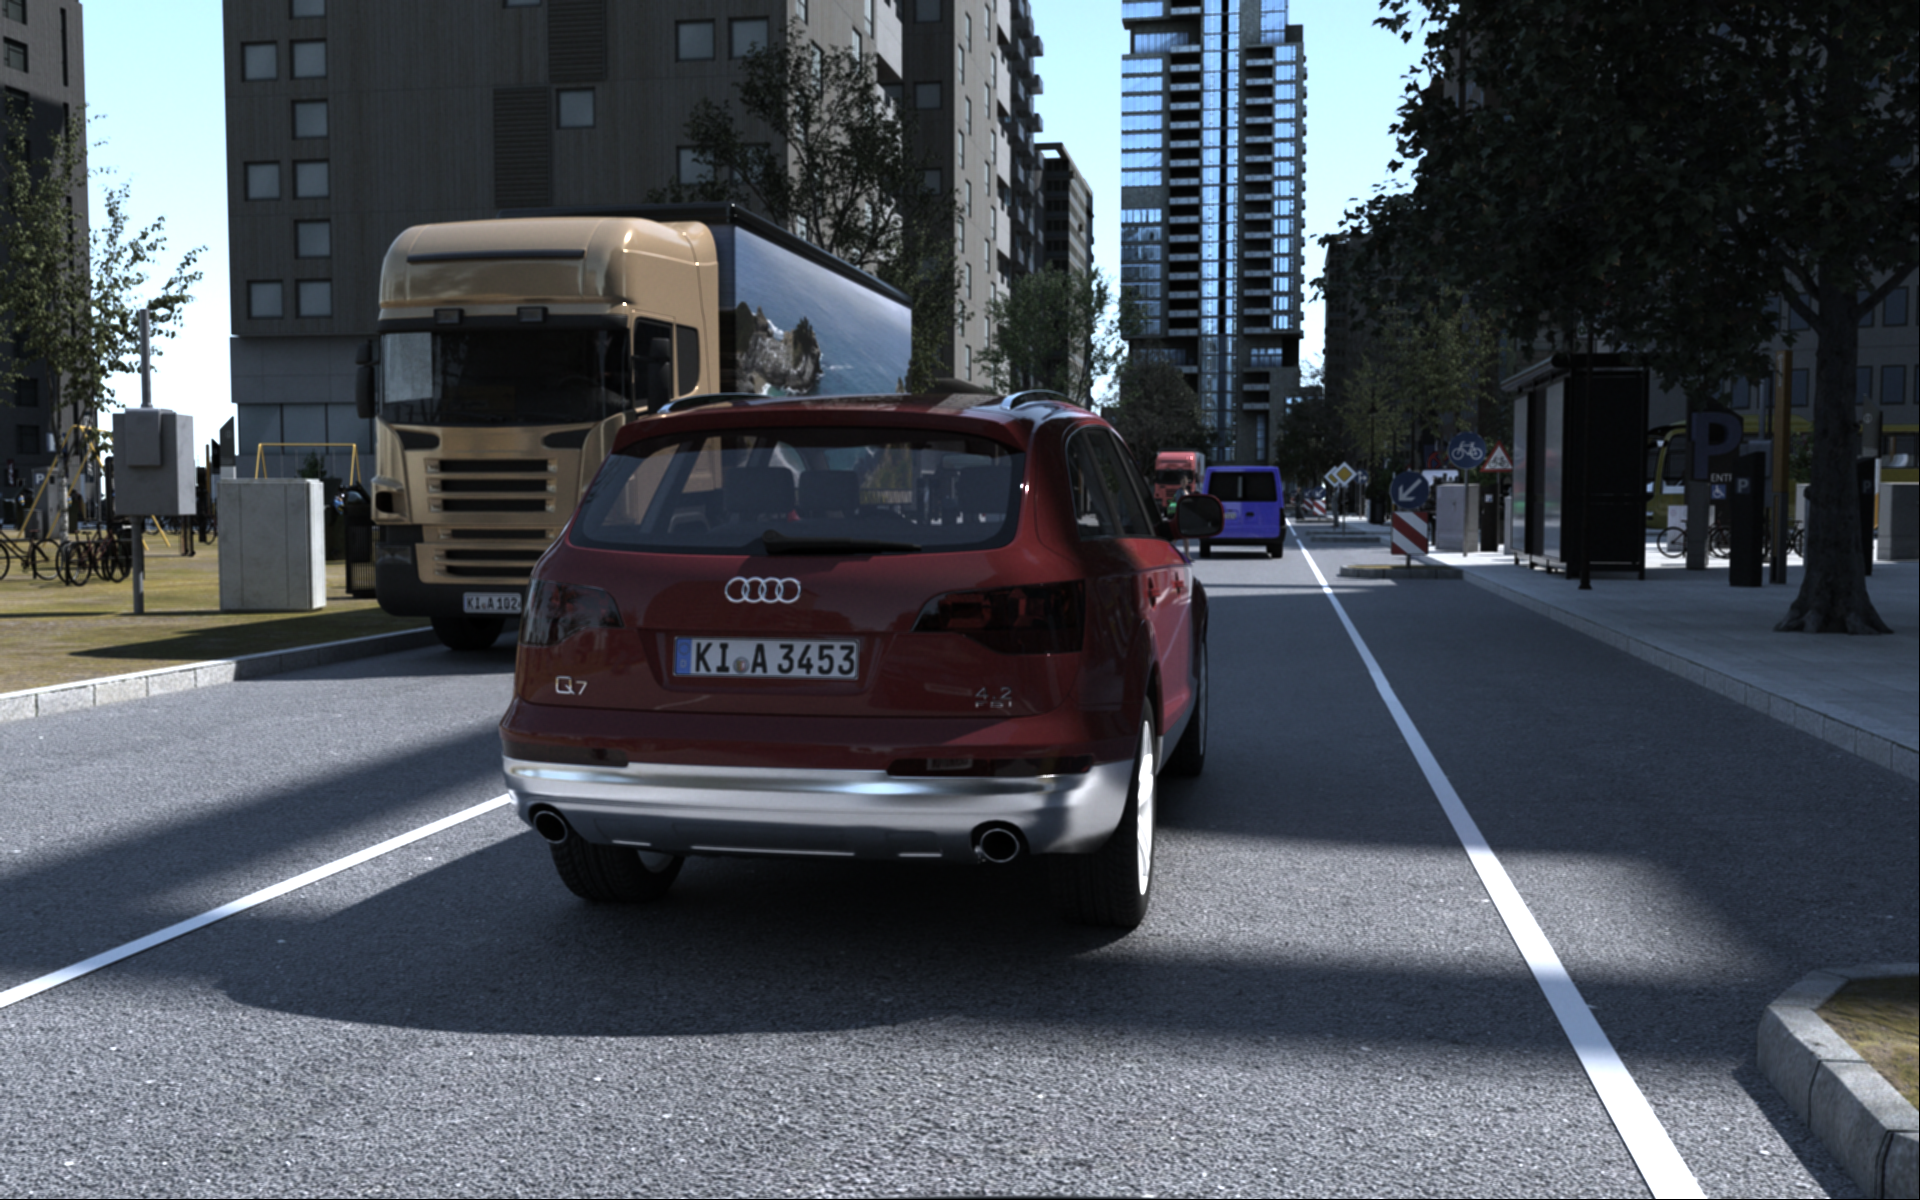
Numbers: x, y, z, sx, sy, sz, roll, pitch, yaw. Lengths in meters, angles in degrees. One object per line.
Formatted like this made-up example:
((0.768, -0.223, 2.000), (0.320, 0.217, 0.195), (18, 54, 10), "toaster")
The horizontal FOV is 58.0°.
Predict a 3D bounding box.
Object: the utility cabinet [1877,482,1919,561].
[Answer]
((18.106, -1.495, 33.114), (1.173, 1.500, 0.318), (-1, 4, -23), "utility cabinet")

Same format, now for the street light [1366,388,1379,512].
((17.968, -6.281, 75.489), (0.468, 5.910, 1.993), (1, 4, 10), "street light")

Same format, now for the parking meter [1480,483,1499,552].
((11.831, -1.853, 38.701), (0.372, 1.533, 0.369), (0, 3, 0), "parking meter")

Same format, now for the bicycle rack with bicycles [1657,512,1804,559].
((15.924, -1.318, 34.926), (2.925, 0.926, 2.852), (3, 5, 40), "bicycle rack with bicycles")

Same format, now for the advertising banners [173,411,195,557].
((-16.229, -2.444, 36.152), (0.090, 3.025, 2.074), (-2, 4, -33), "advertising banners")

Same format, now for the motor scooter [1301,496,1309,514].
((25.427, -7.003, 127.272), (0.815, 1.314, 1.986), (1, 4, 12), "motor scooter")

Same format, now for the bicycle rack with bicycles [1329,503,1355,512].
((27.927, -6.781, 124.246), (2.925, 0.926, 2.852), (-3, 5, -44), "bicycle rack with bicycles")

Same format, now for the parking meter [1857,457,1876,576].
((14.122, -1.315, 27.218), (0.399, 1.863, 0.255), (-1, 4, -20), "parking meter")

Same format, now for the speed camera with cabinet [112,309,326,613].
((-8.040, -1.498, 18.828), (2.038, 3.252, 0.660), (0, 4, -5), "speed camera with cabinet")

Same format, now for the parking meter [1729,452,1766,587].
((10.905, -1.119, 24.015), (0.255, 1.863, 0.399), (-2, 4, -33), "parking meter")

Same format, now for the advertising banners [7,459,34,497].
((-46.881, -5.524, 86.512), (2.074, 3.025, 0.090), (2, 4, 27), "advertising banners")

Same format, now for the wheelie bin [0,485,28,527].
((-39.711, -3.948, 72.454), (0.980, 1.594, 0.693), (-2, 4, -25), "wheelie bin")

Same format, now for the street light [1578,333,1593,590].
((8.422, -3.081, 23.157), (0.468, 5.910, 1.993), (1, 4, 10), "street light")

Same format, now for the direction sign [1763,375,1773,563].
((15.031, -2.458, 32.193), (0.379, 3.537, 0.876), (1, 4, 23), "direction sign")

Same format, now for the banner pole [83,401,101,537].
((-23.176, -3.443, 46.309), (0.401, 3.779, 0.863), (0, 4, 3), "banner pole")

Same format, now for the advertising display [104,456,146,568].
((-14.512, -1.524, 30.128), (0.123, 1.923, 0.974), (0, 4, 7), "advertising display")

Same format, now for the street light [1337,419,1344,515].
((22.946, -8.054, 104.475), (0.468, 5.910, 1.993), (1, 4, 10), "street light")

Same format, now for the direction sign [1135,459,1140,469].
((11.413, -7.439, 113.627), (0.876, 3.537, 0.379), (3, 4, 38), "direction sign")

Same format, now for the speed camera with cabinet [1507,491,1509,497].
((34.423, -7.019, 109.099), (2.038, 3.252, 0.660), (3, 4, 36), "speed camera with cabinet")

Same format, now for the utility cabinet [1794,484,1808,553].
((18.589, -1.752, 37.320), (1.173, 1.500, 0.318), (-1, 4, -17), "utility cabinet")

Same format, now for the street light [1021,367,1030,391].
((2.411, -5.523, 63.092), (0.468, 5.910, 1.993), (1, 4, 10), "street light")

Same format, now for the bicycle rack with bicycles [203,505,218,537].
((-17.658, -1.895, 44.360), (2.925, 0.926, 2.852), (3, 4, 39), "bicycle rack with bicycles")

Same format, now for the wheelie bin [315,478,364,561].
((-12.206, -1.561, 33.430), (0.980, 1.594, 0.693), (1, 4, 20), "wheelie bin")

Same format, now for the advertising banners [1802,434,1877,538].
((25.118, -3.261, 49.513), (2.074, 3.025, 0.090), (3, 5, 43), "advertising banners")

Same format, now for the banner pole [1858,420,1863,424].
((30.310, -4.196, 58.624), (0.401, 3.779, 0.863), (0, 4, 2), "banner pole")

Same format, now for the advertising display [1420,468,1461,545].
((11.962, -2.322, 43.182), (0.974, 1.923, 0.123), (1, 4, 23), "advertising display")

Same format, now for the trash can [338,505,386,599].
((-7.274, -0.596, 21.393), (0.748, 1.137, 0.748), (0, 3, 0), "trash can")

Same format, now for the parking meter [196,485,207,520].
((-35.554, -4.623, 81.294), (0.255, 1.863, 0.399), (0, 4, 0), "parking meter")

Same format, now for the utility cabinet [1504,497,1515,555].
((11.944, -1.554, 36.570), (1.020, 1.237, 0.306), (-2, 4, -33), "utility cabinet")

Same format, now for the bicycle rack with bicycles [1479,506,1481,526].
((23.864, -3.890, 76.987), (2.852, 0.926, 2.925), (2, 4, 27), "bicycle rack with bicycles")

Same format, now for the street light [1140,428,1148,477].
((12.753, -9.036, 120.520), (0.468, 5.910, 1.993), (1, 4, 10), "street light")

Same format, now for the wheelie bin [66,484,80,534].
((-28.815, -2.927, 55.766), (0.980, 1.594, 0.693), (2, 4, 27), "wheelie bin")

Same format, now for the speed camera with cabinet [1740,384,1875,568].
((14.465, -2.156, 29.592), (2.038, 3.252, 0.660), (3, 4, 37), "speed camera with cabinet")

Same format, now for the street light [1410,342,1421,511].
((13.547, -4.832, 51.796), (0.468, 5.910, 1.993), (1, 4, 10), "street light")

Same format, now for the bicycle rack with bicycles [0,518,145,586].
((-13.094, -0.731, 25.337), (2.852, 0.926, 2.925), (1, 4, 9), "bicycle rack with bicycles")

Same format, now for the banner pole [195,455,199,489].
((-48.852, -7.376, 110.610), (0.863, 3.779, 0.401), (-3, 5, -42), "banner pole")

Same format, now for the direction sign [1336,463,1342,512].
((27.823, -8.242, 126.752), (0.379, 3.537, 0.876), (-2, 4, -33), "direction sign")

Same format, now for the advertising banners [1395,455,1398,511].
((19.289, -4.913, 76.510), (0.090, 3.025, 2.074), (1, 4, 17), "advertising banners")

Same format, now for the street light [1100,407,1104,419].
((7.523, -7.272, 91.682), (0.468, 5.910, 1.993), (1, 4, 10), "street light")

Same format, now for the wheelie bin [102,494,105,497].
((-54.003, -6.139, 108.284), (0.980, 1.594, 0.693), (-1, 4, -21), "wheelie bin")

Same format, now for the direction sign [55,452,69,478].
((-43.362, -5.608, 83.683), (0.379, 3.537, 0.876), (0, 4, 8), "direction sign")

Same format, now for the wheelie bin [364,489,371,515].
((-13.574, -1.905, 39.051), (0.693, 1.594, 0.980), (-1, 4, -18), "wheelie bin")

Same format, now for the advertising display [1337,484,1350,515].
((24.026, -6.328, 108.681), (0.123, 1.923, 0.974), (-3, 5, -43), "advertising display")

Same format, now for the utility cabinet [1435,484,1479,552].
((11.012, -1.818, 38.402), (0.318, 1.500, 1.173), (-1, 4, -19), "utility cabinet")

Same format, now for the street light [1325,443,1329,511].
((28.201, -9.795, 132.941), (0.468, 5.910, 1.993), (1, 4, 10), "street light")

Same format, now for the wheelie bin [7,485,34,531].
((-32.875, -3.237, 60.837), (0.693, 1.594, 0.980), (-3, 4, -38), "wheelie bin")

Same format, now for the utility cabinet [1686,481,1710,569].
((12.703, -1.290, 29.772), (0.318, 1.500, 1.173), (2, 4, 26), "utility cabinet")

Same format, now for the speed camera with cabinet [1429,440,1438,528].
((17.342, -4.285, 64.395), (0.660, 3.252, 2.038), (0, 4, 1), "speed camera with cabinet")
